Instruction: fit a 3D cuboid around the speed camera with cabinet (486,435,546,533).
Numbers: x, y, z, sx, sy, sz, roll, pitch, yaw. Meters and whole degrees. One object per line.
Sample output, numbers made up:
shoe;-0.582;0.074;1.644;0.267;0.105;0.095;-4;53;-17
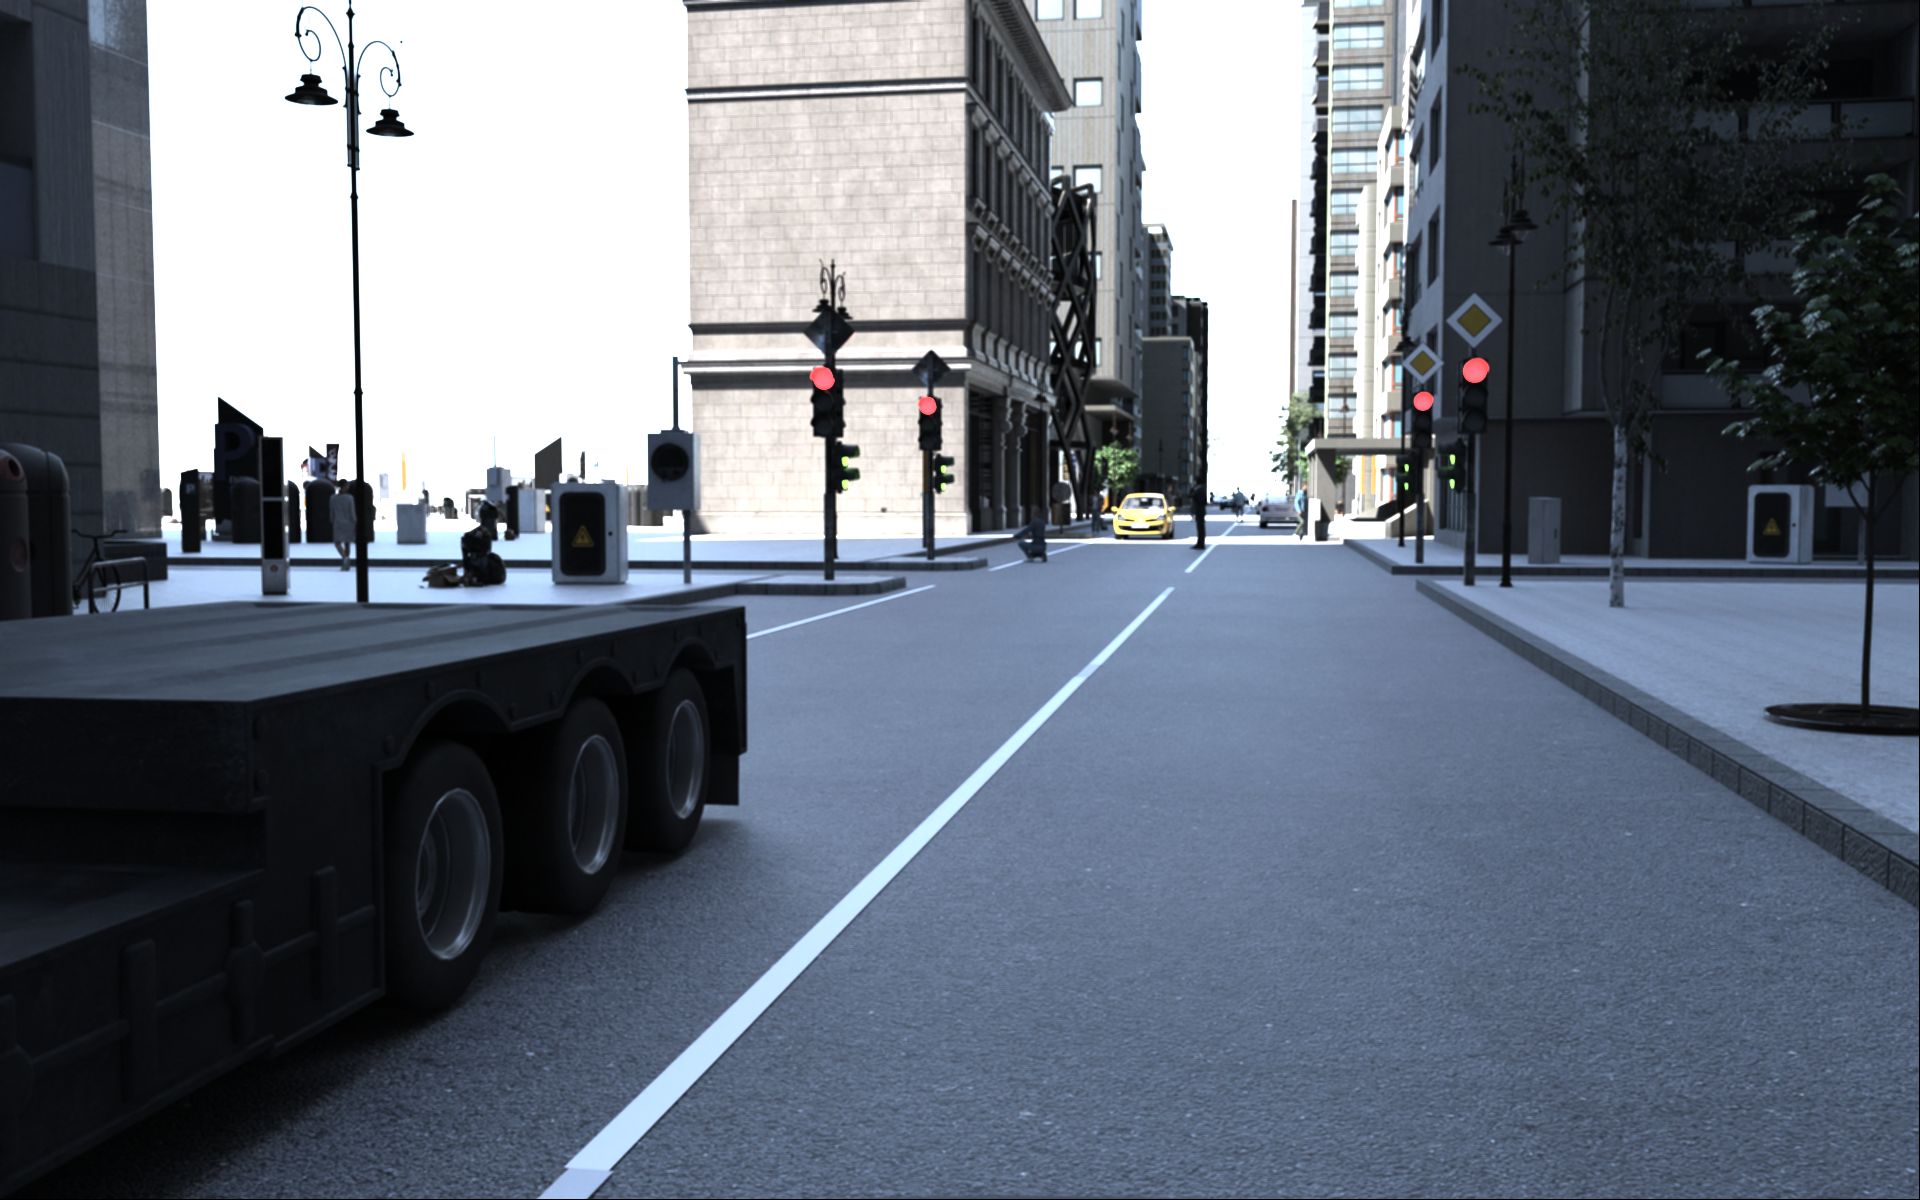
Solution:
speed camera with cabinet;-14.751;-3.864;57.515;2.038;3.252;0.660;2;4;24

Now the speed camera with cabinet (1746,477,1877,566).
speed camera with cabinet;15.443;-2.268;31.418;0.660;3.252;2.038;-3;5;-42

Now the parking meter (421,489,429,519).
parking meter;-27.910;-5.016;90.418;0.372;1.533;0.369;0;3;0

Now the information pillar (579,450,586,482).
information pillar;-19.776;-6.088;90.887;0.183;3.616;0.504;2;4;25

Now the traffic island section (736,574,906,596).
traffic island section;-1.977;-0.224;25.942;2.009;0.180;2.903;1;4;10

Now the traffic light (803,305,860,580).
traffic light;-1.939;-2.256;25.800;0.839;4.253;0.868;1;4;10

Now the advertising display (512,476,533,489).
advertising display;-15.723;-3.474;62.011;0.123;1.923;0.974;3;5;40

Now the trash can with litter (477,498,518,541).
trash can with litter;-12.816;-2.239;48.001;1.055;1.170;0.624;-2;4;-23

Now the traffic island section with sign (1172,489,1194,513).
traffic island section with sign;16.693;-7.539;131.885;1.989;1.847;2.006;1;4;10

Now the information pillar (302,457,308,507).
information pillar;-38.696;-6.805;102.617;0.504;3.616;0.183;-1;4;-14

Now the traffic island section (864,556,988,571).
traffic island section;-0.592;-0.705;33.806;2.009;0.180;2.903;1;4;10

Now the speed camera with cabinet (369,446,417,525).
speed camera with cabinet;-23.807;-4.779;72.474;0.660;3.252;2.038;2;4;24

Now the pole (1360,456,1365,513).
pole;21.489;-6.033;92.482;0.158;3.312;0.155;0;3;0

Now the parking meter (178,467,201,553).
parking meter;-16.905;-1.974;37.992;0.399;1.863;0.255;-2;4;-32

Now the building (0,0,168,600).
building;-25.176;-29.097;17.731;28.212;58.520;21.231;1;4;10

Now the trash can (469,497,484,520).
trash can;-23.684;-4.475;84.823;0.748;1.137;0.748;0;3;0

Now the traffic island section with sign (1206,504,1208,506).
traffic island section with sign;21.371;-9.162;158.433;1.989;1.847;2.006;1;4;10

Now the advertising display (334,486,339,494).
advertising display;-29.034;-4.597;80.371;0.123;1.923;0.974;0;4;-2

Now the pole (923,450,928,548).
pole;-0.788;-2.903;41.308;0.158;3.312;0.155;0;3;0

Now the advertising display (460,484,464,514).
advertising display;-32.291;-6.546;112.246;0.123;1.923;0.974;-1;4;-22

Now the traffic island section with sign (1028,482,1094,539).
traffic island section with sign;3.283;-2.881;55.729;1.989;1.847;2.006;1;4;10

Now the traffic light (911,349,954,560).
traffic light;-0.554;-2.737;33.665;0.839;4.253;0.868;1;4;10

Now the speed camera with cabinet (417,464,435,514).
speed camera with cabinet;-35.099;-7.286;113.455;0.660;3.252;2.038;0;4;4

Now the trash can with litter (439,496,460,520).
trash can with litter;-25.269;-4.555;85.855;0.624;1.170;1.055;1;4;15

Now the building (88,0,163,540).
building;-34.049;-13.914;45.508;19.932;24.808;12.078;1;4;10

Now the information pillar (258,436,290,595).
information pillar;-8.740;-1.076;22.081;0.304;2.012;0.304;-1;4;-14

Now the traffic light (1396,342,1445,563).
traffic light;8.521;-2.640;32.088;0.839;4.253;0.868;1;4;10

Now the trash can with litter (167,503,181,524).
trash can with litter;-33.134;-3.811;73.703;0.624;1.170;1.055;3;4;36

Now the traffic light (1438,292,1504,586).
traffic light;7.135;-2.159;24.223;0.839;4.253;0.868;1;4;10

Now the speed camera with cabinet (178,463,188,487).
speed camera with cabinet;-49.743;-7.188;111.854;0.660;3.252;2.038;0;4;1

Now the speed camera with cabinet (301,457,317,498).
speed camera with cabinet;-35.115;-5.947;91.565;2.038;3.252;0.660;0;4;-4

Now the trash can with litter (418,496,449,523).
trash can with litter;-24.101;-4.118;78.393;2.233;1.210;1.678;2;4;26

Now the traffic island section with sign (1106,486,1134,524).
traffic island section with sign;8.012;-4.523;82.571;1.989;1.847;2.006;1;4;10

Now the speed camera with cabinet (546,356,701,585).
speed camera with cabinet;-4.765;-1.857;24.692;2.038;3.252;0.660;0;4;2

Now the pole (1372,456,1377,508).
pole;18.725;-5.165;78.290;0.158;3.312;0.155;0;3;0

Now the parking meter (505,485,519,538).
parking meter;-13.043;-2.570;50.434;0.372;1.533;0.369;0;3;0

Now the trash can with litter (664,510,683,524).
trash can with litter;-12.123;-3.821;73.525;2.233;1.210;1.678;1;4;15

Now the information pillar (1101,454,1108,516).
information pillar;8.534;-6.792;102.406;0.504;3.616;0.183;-2;4;-28

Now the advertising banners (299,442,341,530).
advertising banners;-22.010;-3.827;58.754;2.074;3.025;0.090;0;4;1

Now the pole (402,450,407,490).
pole;-25.645;-5.267;79.951;0.158;3.312;0.155;0;3;0

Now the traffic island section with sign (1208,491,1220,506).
traffic island section with sign;31.100;-12.540;213.653;1.989;1.847;2.006;1;4;10

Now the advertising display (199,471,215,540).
advertising display;-21.075;-2.616;47.978;0.123;1.923;0.974;2;4;24

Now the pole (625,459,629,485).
pole;-19.459;-6.573;101.315;0.158;3.312;0.155;0;3;0
